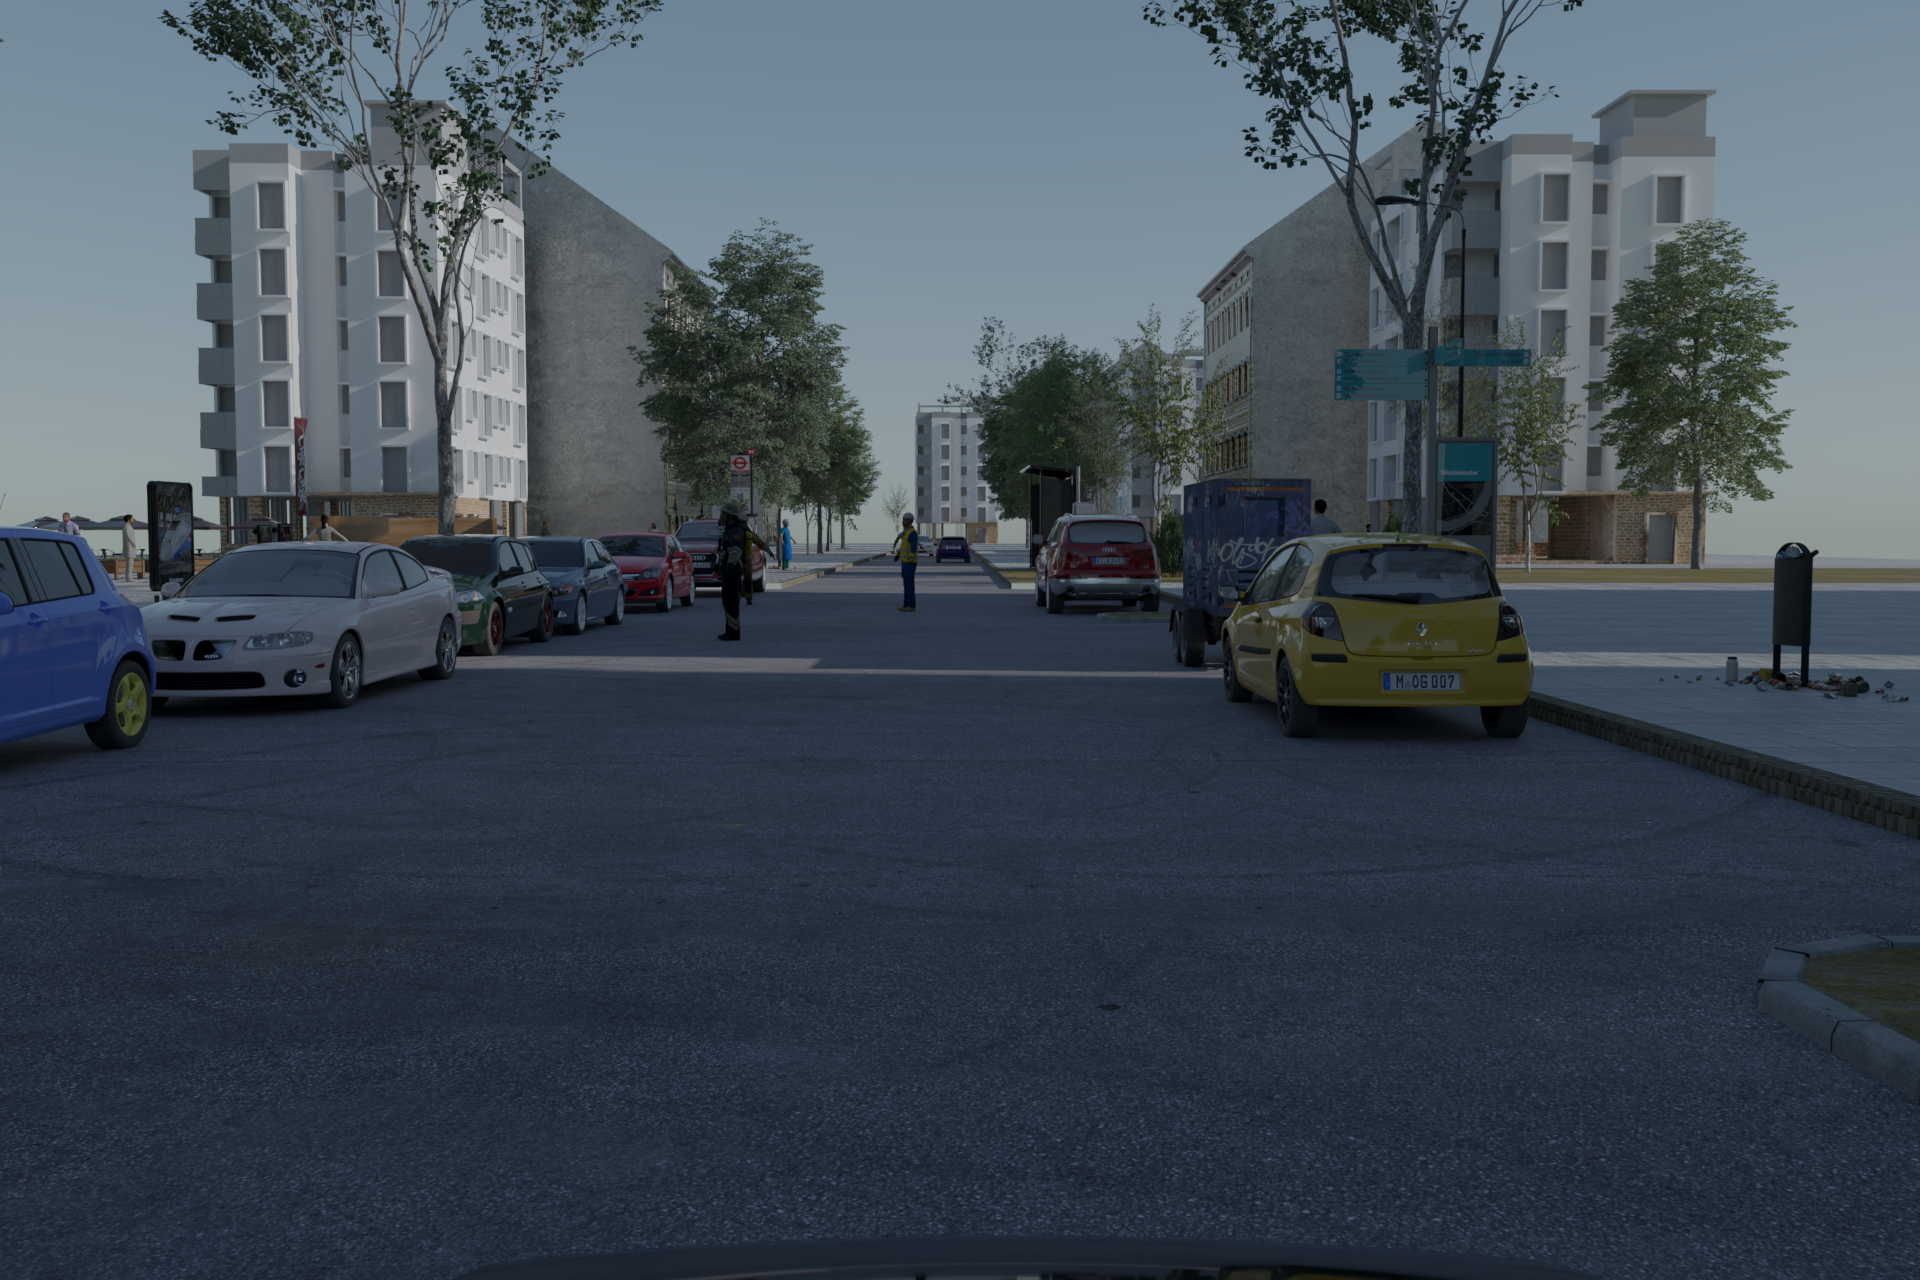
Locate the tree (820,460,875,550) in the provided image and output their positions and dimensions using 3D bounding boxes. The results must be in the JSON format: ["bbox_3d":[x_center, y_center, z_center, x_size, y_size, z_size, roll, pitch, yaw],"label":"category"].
[{"bbox_3d":[-9.082,-11.534,138.939,4.737,8.622,4.395,0,3,0],"label":"tree"}]

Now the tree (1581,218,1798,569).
[{"bbox_3d":[26.605,-8.870,63.158,7.486,12.596,7.792,0,3,0],"label":"tree"}]

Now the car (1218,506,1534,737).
[{"bbox_3d":[3.123,-0.208,13.625,2.015,1.641,3.980,0,3,0],"label":"car"}]

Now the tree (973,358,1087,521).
[{"bbox_3d":[5.548,-13.469,126.878,9.857,13.997,8.962,0,3,0],"label":"tree"}]

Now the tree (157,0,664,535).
[{"bbox_3d":[-13.570,-11.274,40.224,12.611,20.169,13.585,0,3,0],"label":"tree"}]

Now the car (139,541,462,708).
[{"bbox_3d":[-5.956,-0.207,15.742,2.083,1.381,4.827,0,3,0],"label":"car"}]

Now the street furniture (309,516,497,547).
[{"bbox_3d":[-16.171,-2.469,47.216,11.010,1.723,9.812,-1,4,-18],"label":"street furniture"}]

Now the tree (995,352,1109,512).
[{"bbox_3d":[5.806,-11.615,108.028,7.486,12.596,7.792,0,3,0],"label":"tree"}]

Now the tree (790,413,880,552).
[{"bbox_3d":[-9.349,-11.728,126.170,7.601,10.594,8.767,-1,4,-14],"label":"tree"}]

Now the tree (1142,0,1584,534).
[{"bbox_3d":[8.126,-10.988,35.537,12.611,20.169,13.585,0,3,0],"label":"tree"}]

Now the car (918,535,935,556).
[{"bbox_3d":[-2.657,-6.174,113.301,2.083,1.381,4.827,0,4,-1],"label":"car"}]

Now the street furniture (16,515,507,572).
[{"bbox_3d":[-30.790,-3.367,60.078,27.439,1.986,14.083,0,4,4],"label":"street furniture"}]

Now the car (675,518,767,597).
[{"bbox_3d":[-5.816,-1.983,41.092,2.281,1.827,5.304,0,4,0],"label":"car"}]

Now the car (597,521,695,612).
[{"bbox_3d":[-6.198,-1.465,32.995,2.155,1.783,4.494,0,3,0],"label":"car"}]

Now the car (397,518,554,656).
[{"bbox_3d":[-6.304,-0.722,21.596,2.009,1.686,4.222,0,3,0],"label":"car"}]

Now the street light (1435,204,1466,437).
[{"bbox_3d":[7.460,-3.143,23.928,1.470,5.913,1.316,0,4,-1],"label":"street light"}]

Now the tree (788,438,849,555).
[{"bbox_3d":[-9.597,-9.537,106.291,4.360,8.622,3.978,0,3,0],"label":"tree"}]

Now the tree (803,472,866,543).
[{"bbox_3d":[-17.869,-20.015,237.610,12.009,13.543,11.850,0,3,0],"label":"tree"}]

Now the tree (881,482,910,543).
[{"bbox_3d":[-8.411,-17.804,241.456,4.360,8.622,3.978,0,3,0],"label":"tree"}]

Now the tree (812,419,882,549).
[{"bbox_3d":[-10.075,-13.565,147.546,9.928,11.665,9.643,0,3,0],"label":"tree"}]

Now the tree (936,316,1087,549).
[{"bbox_3d":[4.832,-18.076,151.431,12.611,20.169,13.585,0,3,0],"label":"tree"}]

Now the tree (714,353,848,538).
[{"bbox_3d":[-9.601,-9.514,89.963,8.767,10.594,7.601,1,4,18],"label":"tree"}]

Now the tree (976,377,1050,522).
[{"bbox_3d":[5.931,-14.148,137.979,9.857,13.997,8.962,0,3,0],"label":"tree"}]

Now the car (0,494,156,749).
[{"bbox_3d":[-6.375,-0.043,10.301,1.945,1.707,3.694,0,4,0],"label":"car"}]

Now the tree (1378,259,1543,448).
[{"bbox_3d":[12.837,-5.900,46.827,4.360,8.622,3.978,0,3,0],"label":"tree"}]

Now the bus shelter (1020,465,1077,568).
[{"bbox_3d":[3.167,-4.315,61.830,1.731,3.624,6.357,0,4,-1],"label":"bus shelter"}]

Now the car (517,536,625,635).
[{"bbox_3d":[-6.233,-0.864,26.134,2.014,1.417,4.499,0,4,0],"label":"car"}]

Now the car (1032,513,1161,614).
[{"bbox_3d":[2.546,-1.473,32.763,2.281,1.827,5.304,0,4,-1],"label":"car"}]

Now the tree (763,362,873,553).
[{"bbox_3d":[-9.708,-12.003,114.376,7.486,12.596,7.792,0,3,0],"label":"tree"}]

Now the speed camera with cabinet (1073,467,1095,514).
[{"bbox_3d":[3.667,-3.411,50.110,0.660,3.252,2.038,0,4,-2],"label":"speed camera with cabinet"}]

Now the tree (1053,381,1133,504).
[{"bbox_3d":[6.163,-8.168,83.904,4.360,8.622,3.978,0,3,0],"label":"tree"}]

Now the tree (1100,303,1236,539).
[{"bbox_3d":[6.696,-6.471,56.169,4.737,8.622,4.395,0,3,0],"label":"tree"}]

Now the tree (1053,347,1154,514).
[{"bbox_3d":[5.408,-7.264,69.132,4.360,8.622,3.978,0,3,0],"label":"tree"}]

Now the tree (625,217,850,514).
[{"bbox_3d":[-9.060,-10.073,71.356,9.857,13.997,8.962,0,3,0],"label":"tree"}]

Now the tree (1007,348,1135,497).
[{"bbox_3d":[6.219,-10.418,96.086,9.928,11.665,9.643,0,3,0],"label":"tree"}]

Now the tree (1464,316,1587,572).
[{"bbox_3d":[18.885,-6.563,57.672,4.737,8.622,4.395,0,3,0],"label":"tree"}]
